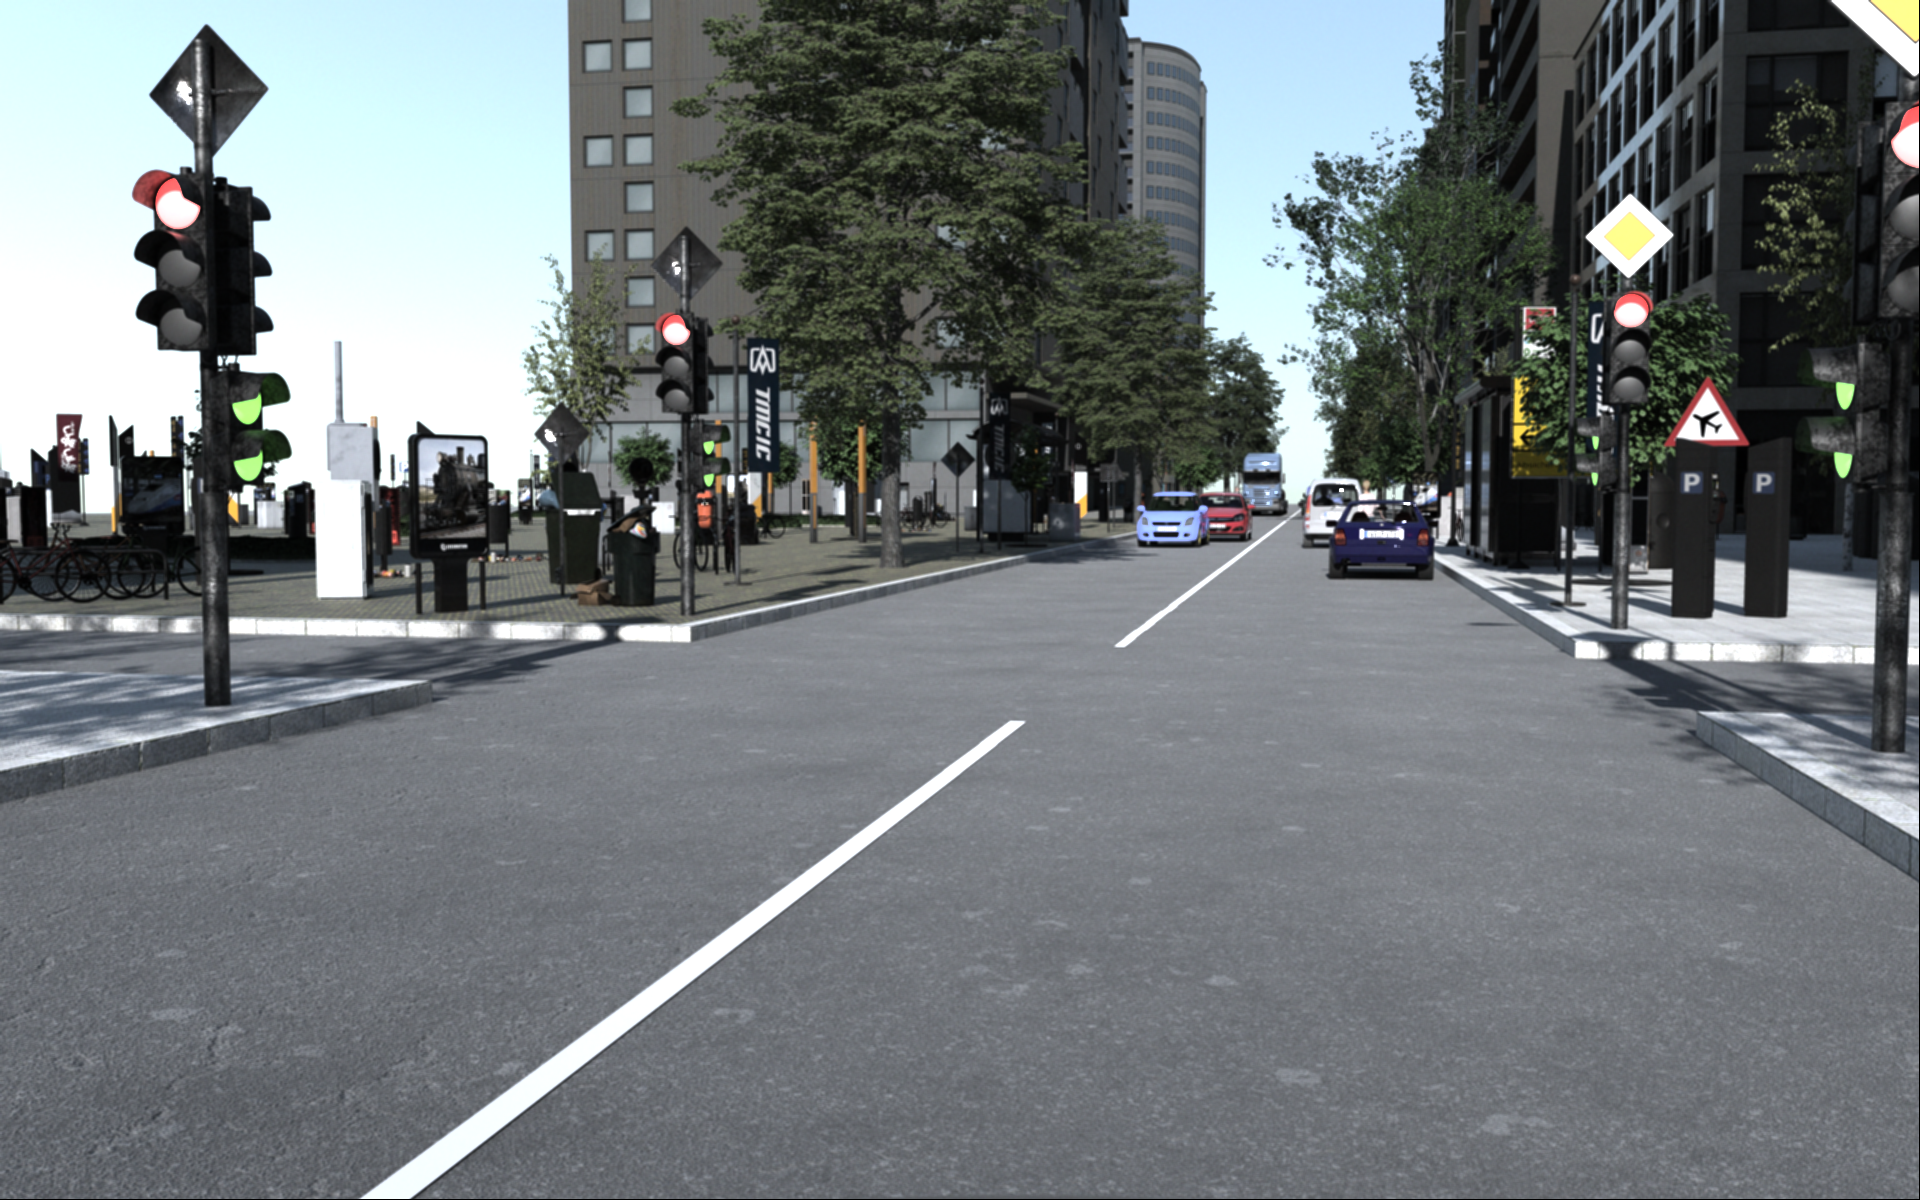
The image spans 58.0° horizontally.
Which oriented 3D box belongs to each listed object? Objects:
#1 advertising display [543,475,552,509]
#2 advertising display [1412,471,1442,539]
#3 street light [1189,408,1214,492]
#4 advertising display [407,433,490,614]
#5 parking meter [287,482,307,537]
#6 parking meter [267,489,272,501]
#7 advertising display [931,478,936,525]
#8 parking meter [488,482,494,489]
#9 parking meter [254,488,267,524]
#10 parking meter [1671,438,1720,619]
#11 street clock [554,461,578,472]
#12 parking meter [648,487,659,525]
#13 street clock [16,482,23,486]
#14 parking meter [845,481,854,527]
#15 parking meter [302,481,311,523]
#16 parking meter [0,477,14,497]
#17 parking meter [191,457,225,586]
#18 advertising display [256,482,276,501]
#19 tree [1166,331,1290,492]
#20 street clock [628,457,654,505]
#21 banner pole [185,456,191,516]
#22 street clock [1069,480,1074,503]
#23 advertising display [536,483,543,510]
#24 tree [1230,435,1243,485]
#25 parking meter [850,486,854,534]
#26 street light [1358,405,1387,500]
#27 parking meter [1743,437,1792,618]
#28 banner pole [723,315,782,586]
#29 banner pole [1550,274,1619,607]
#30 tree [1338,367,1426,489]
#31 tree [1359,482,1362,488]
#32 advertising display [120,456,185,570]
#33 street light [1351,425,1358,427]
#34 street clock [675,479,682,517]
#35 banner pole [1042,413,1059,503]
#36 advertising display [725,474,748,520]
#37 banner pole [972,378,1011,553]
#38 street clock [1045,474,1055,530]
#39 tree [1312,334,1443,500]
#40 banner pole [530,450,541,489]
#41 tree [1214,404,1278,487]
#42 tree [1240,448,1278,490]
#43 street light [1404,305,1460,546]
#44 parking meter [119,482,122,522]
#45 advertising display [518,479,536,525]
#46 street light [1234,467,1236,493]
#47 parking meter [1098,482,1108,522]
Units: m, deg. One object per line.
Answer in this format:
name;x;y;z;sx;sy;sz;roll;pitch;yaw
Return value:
advertising display;-13.054;-3.135;56.474;0.974;1.923;0.123;1;4;19
advertising display;13.319;-2.708;49.485;0.123;1.923;0.974;-2;4;-34
street light;12.930;-7.384;93.263;1.470;5.913;1.316;1;4;12
advertising display;-5.543;-0.832;18.818;0.123;1.923;0.974;3;4;36
parking meter;-14.314;-1.774;37.413;0.372;1.533;0.369;0;3;0
parking meter;-31.838;-4.355;79.622;0.372;1.533;0.369;0;3;0
advertising display;-1.091;-4.053;71.478;0.123;1.923;0.974;0;4;-8
parking meter;-22.692;-4.770;83.700;0.255;1.863;0.399;-3;5;-40
parking meter;-29.665;-3.967;73.263;0.372;1.533;0.369;0;3;0
parking meter;7.623;-0.748;17.936;0.399;1.863;0.255;3;5;42
street clock;-8.736;-2.073;38.472;0.471;2.002;0.358;-2;4;-31
parking meter;-10.701;-3.187;60.512;0.372;1.533;0.369;0;3;0
street clock;-55.275;-5.949;101.834;0.471;2.002;0.358;3;5;44
parking meter;-4.290;-3.764;67.257;0.255;1.863;0.399;1;4;19
parking meter;-28.535;-4.284;75.749;0.399;1.863;0.255;-1;4;-13
parking meter;-32.822;-3.300;59.672;0.399;1.863;0.255;-3;5;-41
parking meter;-10.540;-1.137;24.298;0.399;1.863;0.255;0;4;-6
advertising display;-38.336;-5.535;95.703;0.974;1.923;0.123;-2;4;-26
tree;20.672;-13.930;134.413;9.857;13.997;8.962;0;3;0
street clock;-6.244;-1.797;33.948;0.471;2.002;0.358;-1;4;-15
banner pole;-45.742;-6.894;102.736;0.401;3.779;0.863;-3;5;-42
street clock;6.024;-5.356;92.133;0.358;2.002;0.471;-2;4;-35
advertising display;-23.883;-5.714;98.641;0.974;1.923;0.123;3;5;44
tree;30.174;-14.270;183.675;4.737;8.622;4.395;0;3;0
parking meter;-3.318;-2.858;55.135;0.372;1.533;0.369;0;3;0
street light;21.528;-7.180;89.938;1.470;5.913;1.316;1;4;12
parking meter;8.415;-0.756;18.071;0.255;1.863;0.399;-3;5;-41
banner pole;-2.927;-2.106;24.453;0.863;3.779;0.401;-1;4;-21
banner pole;7.232;-1.824;19.837;0.863;3.779;0.401;0;4;-2
tree;24.903;-9.183;100.506;4.737;8.622;4.395;0;3;0
tree;40.207;-11.039;175.085;1.663;3.219;1.824;0;3;0
advertising display;-13.726;-1.483;29.466;0.974;1.923;0.123;-2;4;-34
street light;27.143;-8.847;117.190;1.470;5.913;1.316;1;4;12
street clock;-13.819;-4.958;85.633;0.471;2.002;0.358;2;4;33
banner pole;2.812;-3.877;53.398;0.401;3.779;0.863;-3;5;-44
advertising display;-6.945;-3.044;54.981;0.974;1.923;0.123;-1;4;-18
banner pole;0.698;-2.907;37.552;0.863;3.779;0.401;0;4;-1
street clock;3.238;-3.516;62.050;0.471;2.002;0.358;1;4;18
tree;30.203;-12.680;124.320;9.611;12.733;9.660;0;3;0
banner pole;-23.950;-6.576;97.542;0.401;3.779;0.863;2;4;34
tree;27.254;-14.287;168.008;7.601;10.594;8.767;0;4;1
tree;34.415;-15.472;203.334;4.360;8.622;3.978;0;3;0
street light;11.588;-4.281;42.527;1.470;5.913;1.316;1;4;12
parking meter;-37.929;-4.439;78.284;0.399;1.863;0.255;1;4;16
advertising display;-18.146;-4.107;72.358;0.974;1.923;0.123;3;5;45
street light;22.936;-10.298;140.912;1.470;5.913;1.316;1;4;12
parking meter;6.666;-4.580;80.595;0.399;1.863;0.255;3;5;40
